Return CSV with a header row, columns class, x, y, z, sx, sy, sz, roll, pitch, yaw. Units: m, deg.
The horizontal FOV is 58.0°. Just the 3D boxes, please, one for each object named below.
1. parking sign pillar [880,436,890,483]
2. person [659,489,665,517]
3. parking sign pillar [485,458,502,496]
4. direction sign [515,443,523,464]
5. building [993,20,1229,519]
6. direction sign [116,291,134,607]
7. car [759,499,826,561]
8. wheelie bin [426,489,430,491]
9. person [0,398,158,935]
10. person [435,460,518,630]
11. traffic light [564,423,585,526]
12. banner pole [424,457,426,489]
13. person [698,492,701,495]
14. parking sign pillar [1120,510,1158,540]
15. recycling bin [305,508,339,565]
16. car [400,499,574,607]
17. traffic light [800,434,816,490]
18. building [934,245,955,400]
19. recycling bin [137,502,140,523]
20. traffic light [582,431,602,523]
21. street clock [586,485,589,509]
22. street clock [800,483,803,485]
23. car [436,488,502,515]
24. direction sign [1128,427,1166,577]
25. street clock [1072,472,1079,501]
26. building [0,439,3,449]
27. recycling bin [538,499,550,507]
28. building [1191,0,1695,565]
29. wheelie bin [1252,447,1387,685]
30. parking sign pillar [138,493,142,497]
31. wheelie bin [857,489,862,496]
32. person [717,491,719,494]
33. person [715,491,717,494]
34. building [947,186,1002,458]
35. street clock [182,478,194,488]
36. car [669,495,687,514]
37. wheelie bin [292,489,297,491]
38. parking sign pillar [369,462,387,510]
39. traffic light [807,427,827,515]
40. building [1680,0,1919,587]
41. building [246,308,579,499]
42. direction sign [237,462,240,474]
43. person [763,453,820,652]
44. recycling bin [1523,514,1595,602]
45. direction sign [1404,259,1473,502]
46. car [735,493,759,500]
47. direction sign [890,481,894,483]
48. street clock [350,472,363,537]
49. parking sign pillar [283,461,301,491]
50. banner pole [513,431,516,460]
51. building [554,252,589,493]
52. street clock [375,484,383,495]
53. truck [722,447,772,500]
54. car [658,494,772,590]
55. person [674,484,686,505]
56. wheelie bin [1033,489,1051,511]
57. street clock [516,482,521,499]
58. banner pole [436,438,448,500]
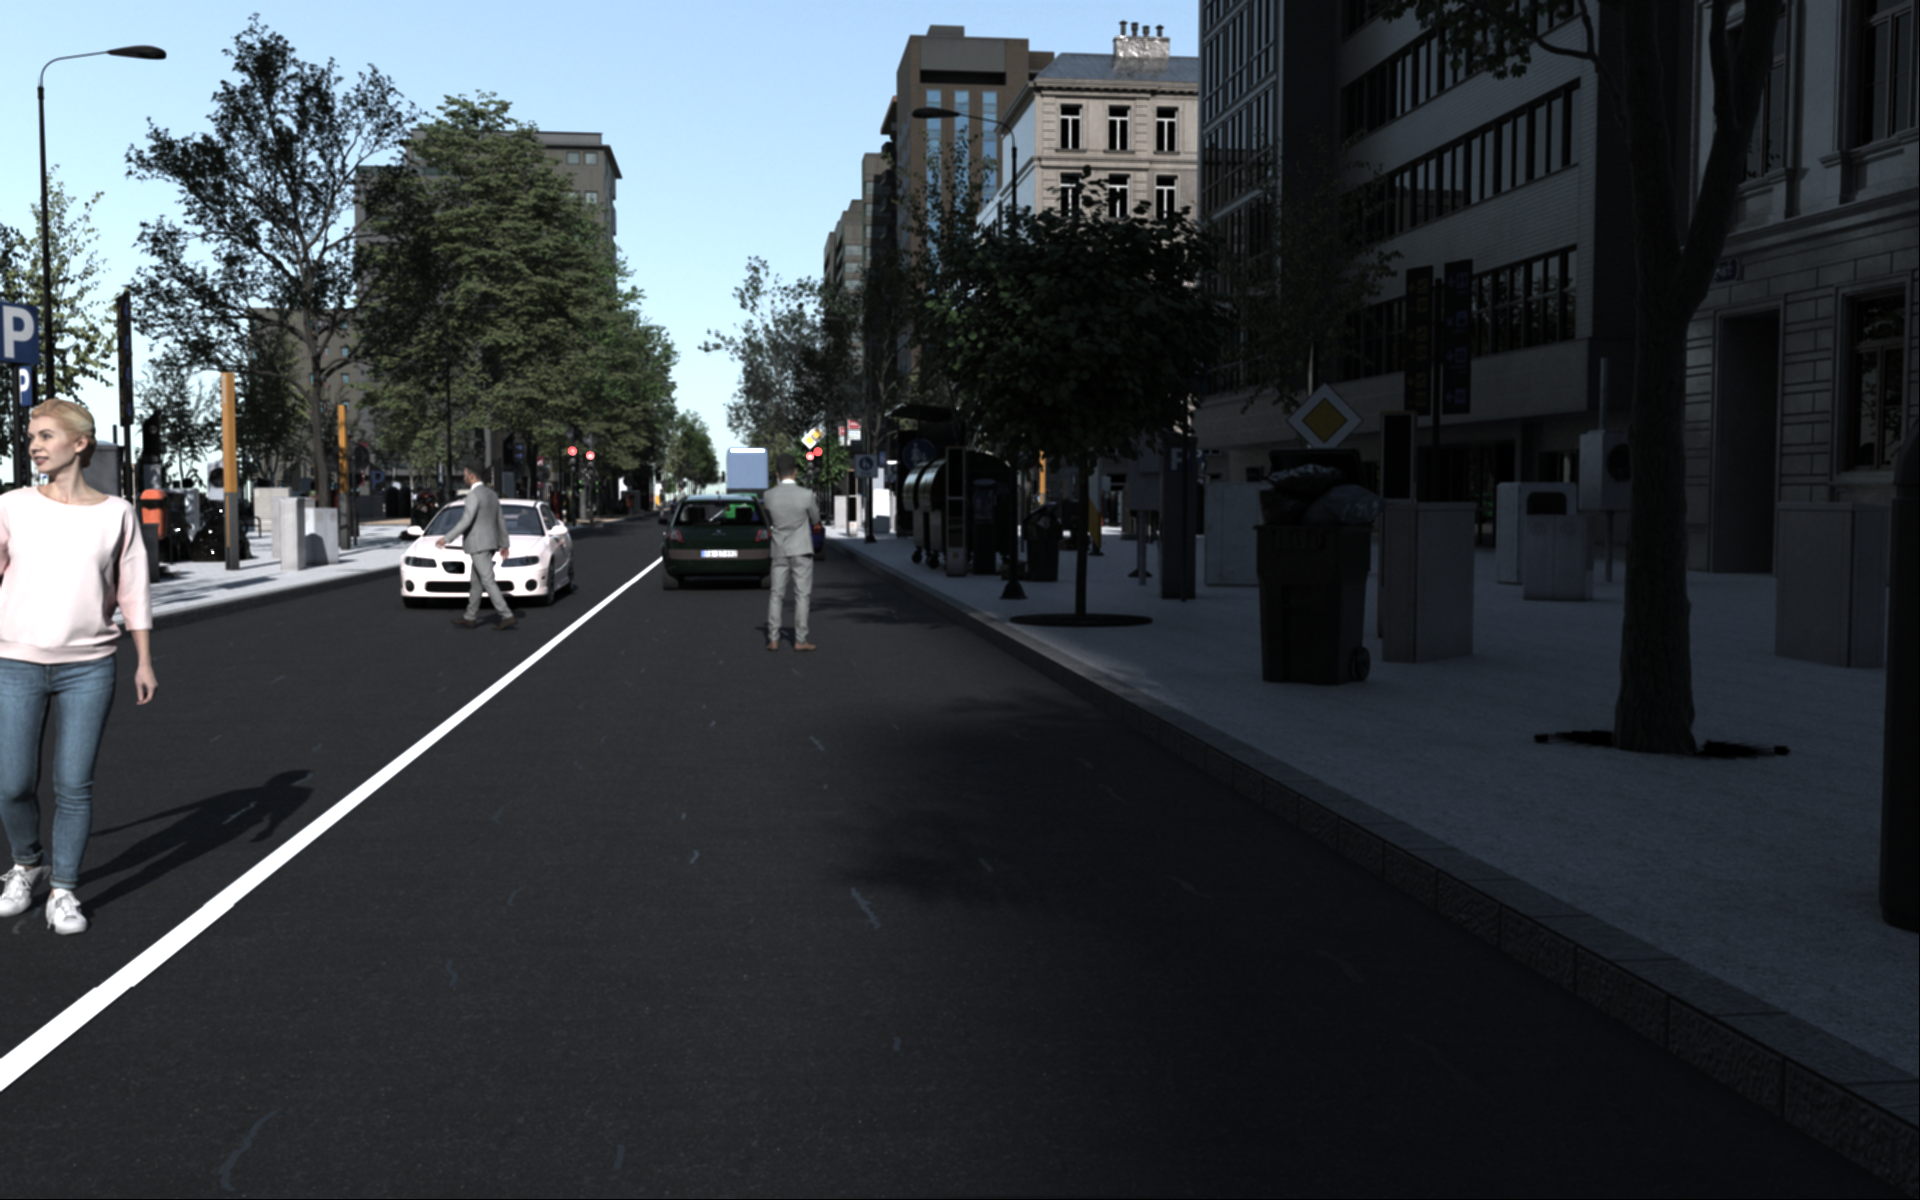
class,x,y,z,sx,sy,sz,roll,pitch,yaw
parking sign pillar,-3.417,-5.557,79.332,1.447,3.967,1.447,0,4,-1
person,-18.596,-6.062,108.166,0.362,1.759,0.519,-1,4,-16
parking sign pillar,-35.622,-8.911,134.161,1.447,3.967,1.447,3,4,36
direction sign,-19.695,-5.164,76.423,0.876,3.537,0.379,0,4,3
building,15.146,-18.321,96.817,25.104,27.353,12.463,0,4,-7
direction sign,-9.485,-1.697,19.738,0.379,3.537,0.876,-2,4,-33
car,-3.925,-1.589,38.565,1.945,1.354,3.894,0,4,-7
wheelie bin,-35.414,-6.556,115.096,0.980,1.594,0.693,-3,5,-44
person,-3.091,0.209,5.756,0.731,1.740,0.598,-2,4,-30
person,-5.061,-0.583,18.313,0.850,1.792,0.678,1,4,12
traffic light,-15.287,-4.872,68.579,0.839,4.253,0.868,0,4,-7
banner pole,-33.485,-7.246,108.489,0.401,3.779,0.863,-1,4,-20
person,-31.921,-12.475,212.989,1.217,1.766,0.721,3,5,41
parking sign pillar,5.200,-3.669,48.458,1.447,3.967,1.447,1,4,11
recycling bin,-11.823,-1.159,31.512,0.722,1.027,0.722,1,4,19
car,-6.331,-0.683,23.530,2.083,1.381,4.827,0,4,-8
traffic light,-6.740,-5.430,77.704,0.839,4.253,0.868,0,4,-7
building,5.208,-19.460,137.263,14.460,24.649,34.723,0,4,-7
recycling bin,-26.954,-2.665,56.134,0.722,1.027,0.722,3,4,36
traffic light,-16.275,-5.357,76.503,0.839,4.253,0.868,0,4,-7
street clock,-31.258,-8.608,145.309,0.358,2.002,0.471,2,4,31
street clock,-8.502,-5.389,92.675,0.358,2.002,0.471,1,4,12
car,-20.881,-3.856,72.831,4.222,1.686,2.009,0,4,-7
direction sign,2.795,-2.126,26.759,0.876,3.537,0.379,-2,4,-26
street clock,3.886,-3.253,57.750,0.358,2.002,0.471,-1,4,-9
building,-42.959,-23.611,40.657,28.867,44.769,22.147,0,4,-7
recycling bin,-21.711,-4.810,91.204,0.722,1.027,0.722,2,4,35
building,16.672,-13.862,45.718,14.314,24.678,30.058,0,4,-7
wheelie bin,2.435,-0.241,11.842,0.980,1.594,0.693,2,4,34
parking sign pillar,-62.806,-8.812,132.540,1.447,3.967,1.447,1,4,17
wheelie bin,-6.832,-6.404,112.606,0.980,1.594,0.693,2,4,24
person,-29.272,-12.278,209.275,0.705,1.821,1.348,-3,5,-39
person,-36.145,-15.231,257.401,0.709,1.838,0.599,-1,4,-18
building,5.331,-15.701,111.469,10.420,20.320,16.860,0,4,-7
street clock,-34.890,-4.509,78.288,0.471,2.002,0.358,-2,4,-32
car,-20.136,-6.921,125.746,1.945,1.354,3.894,-1,4,-9
wheelie bin,-40.175,-5.910,104.542,0.980,1.594,0.693,3,5,41
parking sign pillar,-48.084,-9.455,143.067,1.447,3.967,1.447,-3,5,-43
traffic light,-5.752,-4.946,69.780,0.839,4.253,0.868,0,4,-7
building,18.295,-11.199,19.265,11.583,22.565,21.152,0,4,-7
building,-54.046,-20.278,176.581,27.650,21.520,28.899,0,4,-7
direction sign,-50.317,-7.833,120.073,0.876,3.537,0.379,1,4,14
person,-1.542,-0.443,15.917,0.511,1.800,0.466,0,4,-1
recycling bin,7.289,-0.521,21.073,0.722,1.027,0.722,2,4,28
direction sign,4.712,-1.538,17.151,0.379,3.537,0.876,-2,4,-29
car,-9.911,-4.316,79.365,1.959,1.807,4.718,0,4,-6
direction sign,-5.150,-8.037,123.395,0.876,3.537,0.379,0,4,1
street clock,-18.147,-2.895,51.896,0.471,2.002,0.358,0,4,6
parking sign pillar,-52.704,-9.067,136.725,1.447,3.967,1.447,-1,4,-14
banner pole,-17.662,-4.799,68.478,0.401,3.779,0.863,0,4,1
building,-50.217,-26.099,198.412,14.160,30.474,14.107,0,4,-7
street clock,-42.205,-7.416,125.827,0.471,2.002,0.358,1,4,12
truck,-11.449,-6.389,94.211,2.967,4.110,18.799,0,4,-8
car,-3.771,-1.071,27.301,2.009,1.686,4.222,0,4,-7
person,-10.737,-3.533,66.453,0.466,1.800,0.511,-1,4,-11
wheelie bin,3.267,-3.735,68.983,0.693,1.594,0.980,0,4,-3
street clock,-26.916,-6.147,105.069,0.471,2.002,0.358,-3,5,-40
banner pole,-23.061,-5.339,77.307,0.401,3.779,0.863,2,4,28
